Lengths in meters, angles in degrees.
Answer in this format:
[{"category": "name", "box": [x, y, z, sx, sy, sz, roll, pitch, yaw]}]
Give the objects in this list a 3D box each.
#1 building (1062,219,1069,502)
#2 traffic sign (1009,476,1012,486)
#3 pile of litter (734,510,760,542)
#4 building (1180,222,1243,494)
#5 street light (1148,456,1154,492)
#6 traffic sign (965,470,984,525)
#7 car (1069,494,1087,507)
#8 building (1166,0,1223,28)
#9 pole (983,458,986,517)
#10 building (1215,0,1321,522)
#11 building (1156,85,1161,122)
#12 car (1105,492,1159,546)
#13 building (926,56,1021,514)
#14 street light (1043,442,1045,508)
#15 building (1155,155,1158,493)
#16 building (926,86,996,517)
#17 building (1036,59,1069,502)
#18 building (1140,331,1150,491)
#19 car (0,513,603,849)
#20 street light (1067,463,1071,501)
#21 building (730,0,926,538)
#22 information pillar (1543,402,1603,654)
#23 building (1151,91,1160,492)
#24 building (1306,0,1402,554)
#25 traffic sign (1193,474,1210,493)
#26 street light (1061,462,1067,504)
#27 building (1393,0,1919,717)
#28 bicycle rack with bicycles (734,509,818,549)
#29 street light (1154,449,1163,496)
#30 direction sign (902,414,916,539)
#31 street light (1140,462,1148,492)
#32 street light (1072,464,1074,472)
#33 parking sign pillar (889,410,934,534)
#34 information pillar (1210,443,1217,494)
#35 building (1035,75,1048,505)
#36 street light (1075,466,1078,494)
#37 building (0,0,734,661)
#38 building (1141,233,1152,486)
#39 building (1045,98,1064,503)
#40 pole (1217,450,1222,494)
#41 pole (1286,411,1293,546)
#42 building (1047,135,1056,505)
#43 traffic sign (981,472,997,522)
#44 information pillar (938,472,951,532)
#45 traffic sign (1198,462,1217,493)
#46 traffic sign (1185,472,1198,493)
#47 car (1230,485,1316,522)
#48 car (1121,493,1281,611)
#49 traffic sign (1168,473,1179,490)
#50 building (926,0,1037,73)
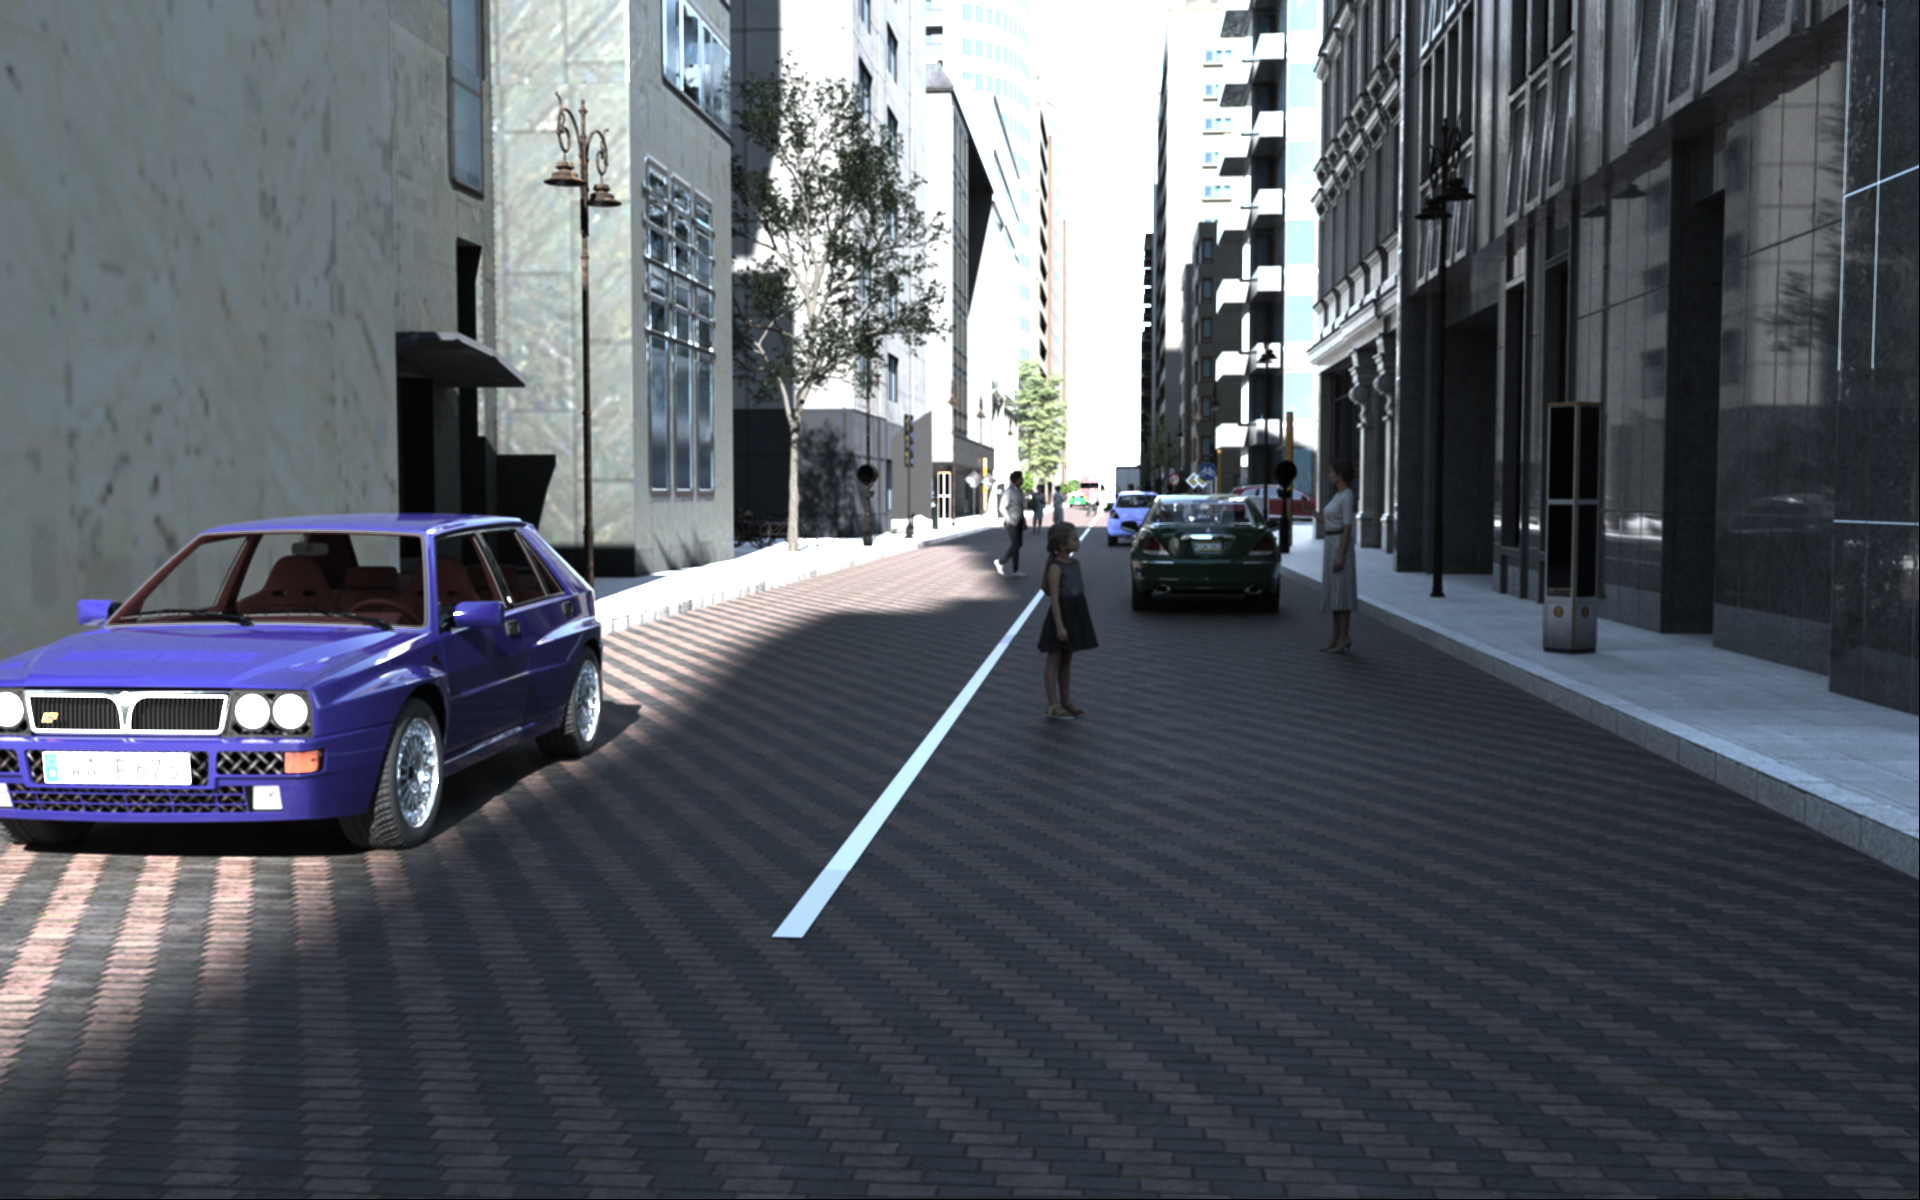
[{"category": "building", "box": [10.010, -38.152, 273.899, 14.600, 45.320, 14.200, 0, 4, 5]}, {"category": "traffic sign", "box": [3.099, -5.977, 99.857, 0.606, 2.300, 0.079, 1, 4, 11]}, {"category": "pile of litter", "box": [-6.060, -2.039, 47.300, 1.176, 0.858, 1.719, 0, 4, -6]}, {"category": "building", "box": [30.187, -17.030, 123.475, 27.650, 21.520, 28.899, 0, 4, 5]}, {"category": "street light", "box": [20.215, -12.733, 180.976, 0.468, 5.910, 1.993, 0, 4, 5]}, {"category": "traffic sign", "box": [0.582, -4.148, 71.464, 0.795, 2.450, 0.064, 0, 4, 5]}, {"category": "car", "box": [12.893, -11.065, 189.709, 1.959, 1.807, 4.718, 0, 4, 5]}, {"category": "building", "box": [30.249, -33.212, 166.717, 21.300, 48.544, 21.600, 0, 4, 5]}, {"category": "pole", "box": [1.421, -6.419, 98.792, 0.158, 3.312, 0.155, 0, 3, 0]}, {"category": "building", "box": [28.322, -28.552, 86.439, 30.456, 49.044, 23.786, 0, 4, 5]}, {"category": "building", "box": [38.671, -38.095, 212.084, 28.713, 52.752, 27.495, 0, 4, 5]}, {"category": "car", "box": [5.078, -2.425, 49.245, 1.945, 1.707, 3.694, 0, 4, 6]}, {"category": "building", "box": [-1.990, -21.237, 124.711, 11.434, 29.767, 29.804, 0, 4, 5]}, {"category": "street light", "box": [7.608, -11.199, 155.888, 0.468, 5.910, 1.993, 0, 4, 5]}, {"category": "building", "box": [32.325, -34.525, 188.178, 21.300, 48.544, 21.600, 0, 4, 5]}, {"category": "building", "box": [-6.167, -16.892, 95.243, 14.314, 24.678, 30.058, 0, 4, 5]}, {"category": "building", "box": [8.193, -52.138, 290.713, 20.563, 71.187, 20.611, 0, 4, 5]}, {"category": "building", "box": [38.645, -32.555, 303.978, 14.160, 30.474, 14.107, 0, 4, 5]}, {"category": "car", "box": [-2.965, 0.264, 8.257, 1.945, 1.354, 3.894, 0, 4, 4]}, {"category": "street light", "box": [13.996, -15.571, 227.369, 0.468, 5.910, 1.993, 0, 4, 5]}, {"category": "building", "box": [-12.296, -37.967, 59.009, 20.611, 71.187, 20.563, 0, 4, 5]}, {"category": "information pillar", "box": [4.943, -0.581, 13.987, 0.304, 2.012, 0.304, -2, 4, -32]}, {"category": "building", "box": [38.599, -43.484, 252.958, 21.231, 58.520, 28.212, 0, 4, 5]}, {"category": "building", "box": [14.506, -12.046, 47.856, 10.553, 20.767, 40.483, 0, 4, 5]}, {"category": "traffic sign", "box": [9.887, -4.096, 70.618, 0.795, 2.450, 0.064, 0, 4, 5]}, {"category": "street light", "box": [11.998, -14.123, 203.691, 0.468, 5.910, 1.993, 0, 4, 5]}, {"category": "building", "box": [12.309, -12.210, 17.658, 12.078, 24.808, 19.932, 0, 4, 5]}, {"category": "bicycle rack with bicycles", "box": [-4.892, -1.733, 41.713, 2.925, 0.926, 2.852, -3, 5, -45]}, {"category": "street light", "box": [18.089, -11.288, 157.353, 0.468, 5.910, 1.993, 0, 4, 5]}, {"category": "direction sign", "box": [-1.466, -3.525, 49.625, 0.379, 3.537, 0.876, 1, 4, 14]}, {"category": "street light", "box": [24.450, -15.662, 228.861, 0.468, 5.910, 1.993, 0, 4, 5]}, {"category": "street light", "box": [15.117, -16.288, 239.100, 0.468, 5.910, 1.993, 0, 4, 5]}, {"category": "parking sign pillar", "box": [-1.550, -4.106, 55.600, 1.447, 3.967, 1.447, 0, 4, -2]}, {"category": "information pillar", "box": [11.494, -5.340, 78.667, 0.183, 3.616, 0.504, -2, 4, -24]}, {"category": "building", "box": [-1.277, -34.853, 193.555, 21.300, 48.544, 21.600, 0, 4, 5]}, {"category": "street light", "box": [17.177, -17.734, 262.733, 0.468, 5.910, 1.993, 0, 4, 5]}, {"category": "building", "box": [-14.884, -43.041, 16.393, 22.319, 86.520, 31.000, 0, 4, 5]}, {"category": "building", "box": [40.736, -38.361, 281.824, 22.147, 44.769, 28.867, 0, 4, 5]}, {"category": "building", "box": [4.045, -43.473, 252.776, 21.231, 58.520, 28.212, 0, 4, 5]}, {"category": "pole", "box": [11.997, -5.278, 80.140, 0.158, 3.312, 0.155, 0, 3, 0]}, {"category": "pole", "box": [8.133, -2.995, 42.806, 0.158, 3.312, 0.155, 0, 3, 0]}, {"category": "building", "box": [4.511, -34.350, 211.735, 14.600, 45.320, 14.200, 0, 4, 5]}, {"category": "traffic sign", "box": [1.290, -4.635, 79.418, 0.795, 2.450, 0.064, 0, 4, 5]}, {"category": "information pillar", "box": [-0.530, -3.290, 58.284, 0.304, 2.012, 0.304, -3, 5, -43]}, {"category": "traffic sign", "box": [9.848, -4.211, 68.954, 0.768, 2.556, 0.104, 1, 4, 9]}, {"category": "traffic sign", "box": [10.596, -4.583, 78.571, 0.795, 2.450, 0.064, 0, 4, 5]}, {"category": "car", "box": [13.811, -3.981, 73.770, 5.304, 1.827, 2.281, 0, 4, 6]}, {"category": "car", "box": [3.176, -0.673, 22.799, 2.131, 1.459, 4.920, 0, 4, 6]}, {"category": "traffic sign", "box": [13.232, -6.532, 106.909, 0.768, 2.556, 0.104, 1, 4, 14]}, {"category": "building", "box": [-3.730, -38.319, 168.510, 21.231, 58.520, 28.212, 0, 4, 5]}]
